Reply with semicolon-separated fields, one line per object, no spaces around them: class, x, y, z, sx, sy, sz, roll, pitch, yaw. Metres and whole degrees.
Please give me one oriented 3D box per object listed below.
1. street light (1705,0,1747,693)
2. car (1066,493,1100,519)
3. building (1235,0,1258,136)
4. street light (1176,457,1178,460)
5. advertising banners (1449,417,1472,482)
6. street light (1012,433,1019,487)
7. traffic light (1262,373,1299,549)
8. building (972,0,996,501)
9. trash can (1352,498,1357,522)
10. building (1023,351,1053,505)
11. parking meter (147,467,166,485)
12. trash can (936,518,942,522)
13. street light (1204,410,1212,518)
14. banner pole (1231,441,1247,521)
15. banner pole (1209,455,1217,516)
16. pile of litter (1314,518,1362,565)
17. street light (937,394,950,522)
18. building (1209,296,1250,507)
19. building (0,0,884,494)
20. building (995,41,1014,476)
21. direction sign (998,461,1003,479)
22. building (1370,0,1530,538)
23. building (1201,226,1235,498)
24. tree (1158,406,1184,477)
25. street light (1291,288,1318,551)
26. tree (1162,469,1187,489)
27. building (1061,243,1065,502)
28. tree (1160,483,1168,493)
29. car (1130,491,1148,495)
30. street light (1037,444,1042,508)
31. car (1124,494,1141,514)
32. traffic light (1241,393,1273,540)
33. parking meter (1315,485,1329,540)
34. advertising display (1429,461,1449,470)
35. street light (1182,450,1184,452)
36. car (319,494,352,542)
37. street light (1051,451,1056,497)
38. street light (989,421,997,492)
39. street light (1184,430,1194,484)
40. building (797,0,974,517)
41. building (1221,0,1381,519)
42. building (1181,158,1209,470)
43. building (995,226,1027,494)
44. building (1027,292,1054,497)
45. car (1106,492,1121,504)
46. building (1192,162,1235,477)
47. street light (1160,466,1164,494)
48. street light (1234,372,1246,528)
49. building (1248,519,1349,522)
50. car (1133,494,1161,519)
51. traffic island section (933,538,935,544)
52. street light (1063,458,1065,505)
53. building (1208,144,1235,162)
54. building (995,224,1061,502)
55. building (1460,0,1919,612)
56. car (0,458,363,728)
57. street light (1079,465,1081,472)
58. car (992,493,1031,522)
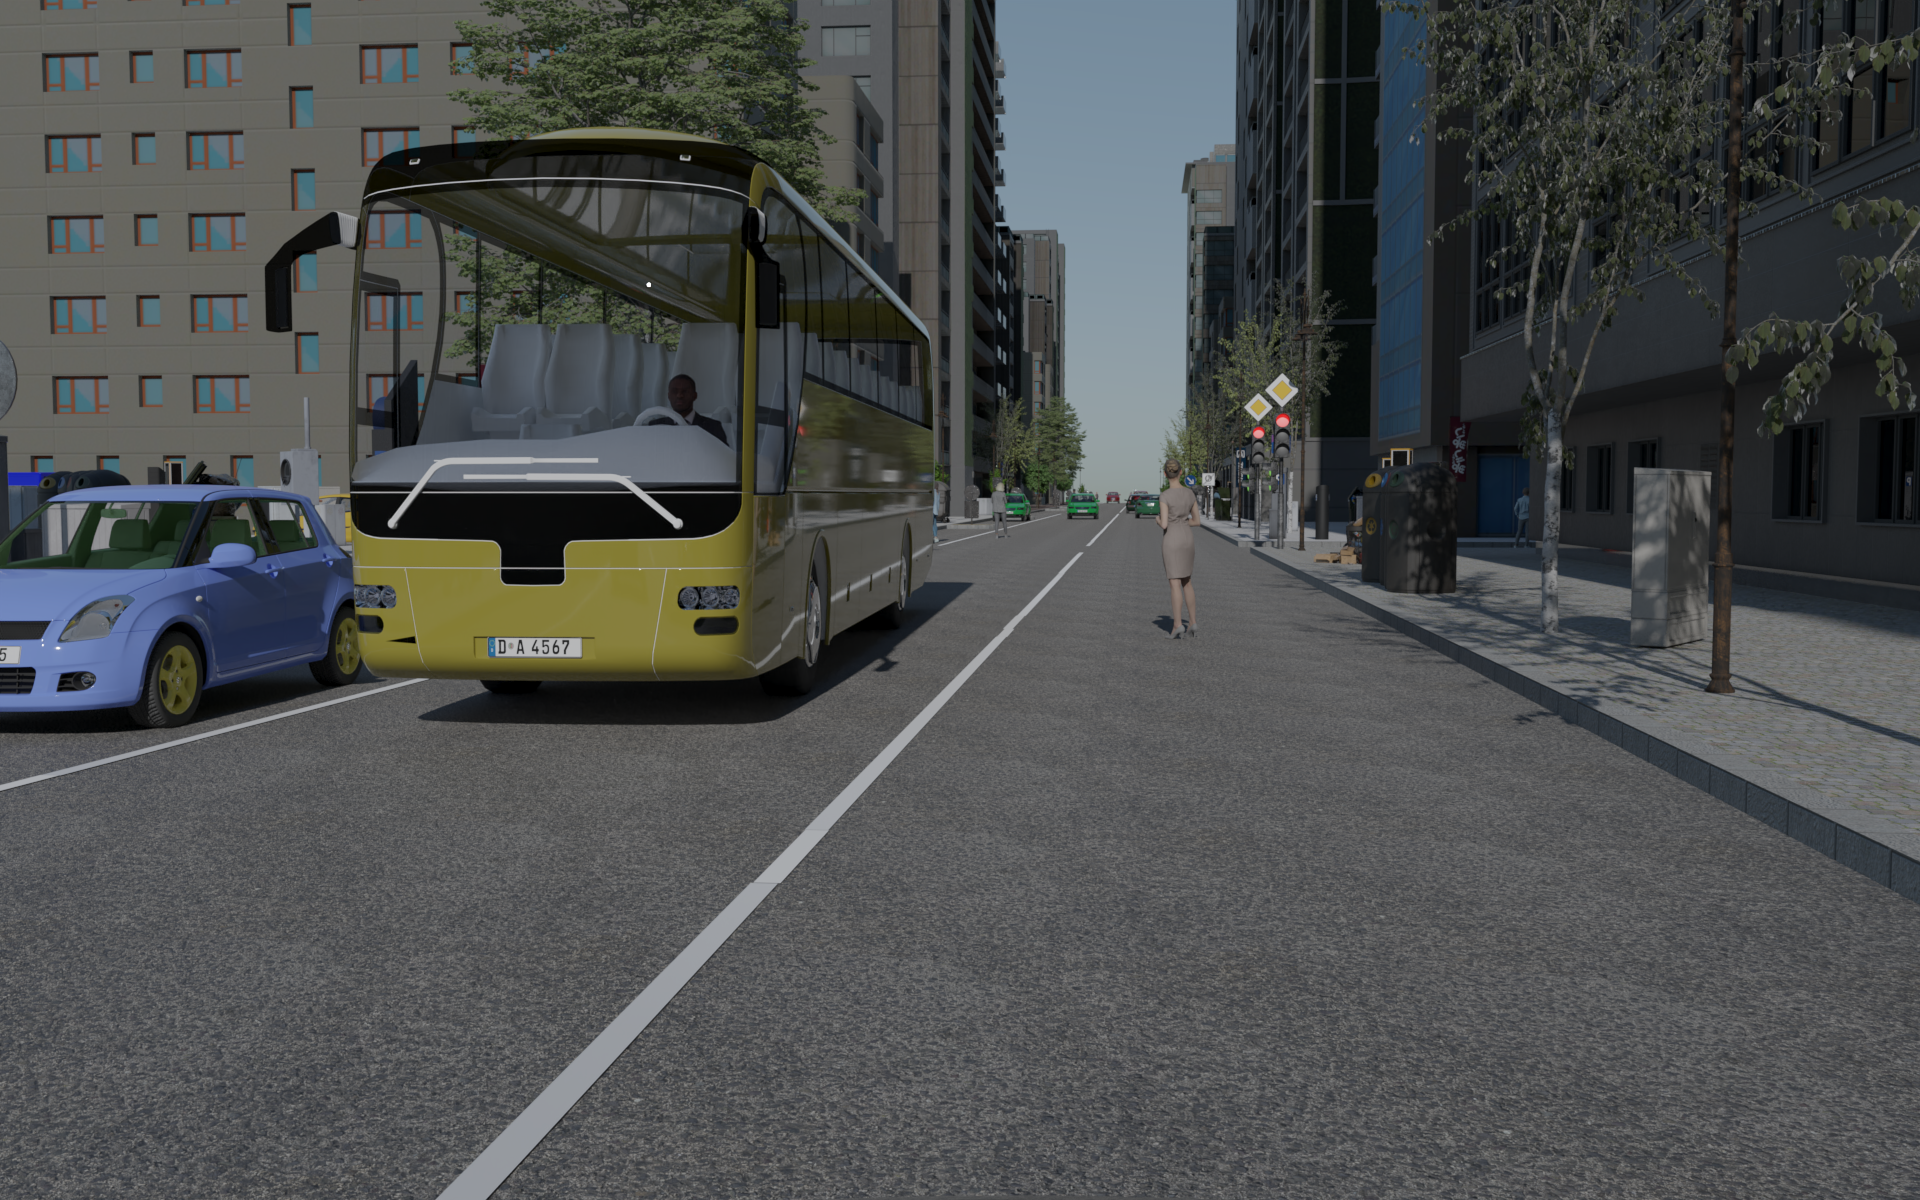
street light;4.928;-2.340;11.050;0.468;5.910;1.993;0;4;6
car;7.052;-5.534;99.275;1.959;1.807;4.718;0;4;5
building;35.784;-33.421;135.677;28.713;52.752;27.495;0;4;6
street light;21.155;-12.058;169.931;0.468;5.910;1.993;0;4;6
advertising banners;10.448;-2.610;38.861;2.074;3.025;0.090;0;4;0
street light;3.990;-9.366;125.916;0.468;5.910;1.993;0;4;6
traffic light;7.465;-3.145;40.347;0.839;4.253;0.868;0;4;6
building;-8.679;-31.368;136.566;21.300;48.544;21.600;0;4;6
trash can;13.147;-2.737;56.406;0.748;1.137;0.748;0;3;0
building;-2.339;-23.336;226.575;27.650;21.520;28.899;0;4;6
parking meter;-17.322;-1.937;37.385;0.255;1.863;0.399;0;4;-5
trash can;-0.986;-4.241;80.999;0.748;1.137;0.748;0;3;0
street light;13.408;-7.398;93.742;0.468;5.910;1.993;0;4;6
banner pole;13.082;-5.610;81.735;0.863;3.779;0.401;0;4;2
banner pole;14.866;-6.824;101.590;0.401;3.779;0.863;2;4;34
pile of litter;7.182;-1.117;32.233;1.176;0.858;1.719;0;4;4
street light;-0.774;-6.511;79.238;0.468;5.910;1.993;0;4;6
building;38.222;-19.549;164.672;27.650;21.520;28.899;0;4;6
building;-18.770;-13.619;67.717;27.650;21.520;28.899;0;4;6
building;-7.345;-33.256;163.338;23.786;49.044;30.456;0;4;6
direction sign;2.749;-7.728;118.343;0.379;3.537;0.876;1;4;22
building;21.469;-24.786;55.355;14.200;45.320;14.600;0;4;6
building;33.183;-25.440;187.652;14.160;30.474;14.107;0;4;6
tree;17.783;-10.976;129.828;4.737;8.622;4.395;0;3;0
street light;7.749;-4.055;39.095;0.468;5.910;1.993;0;4;6
tree;23.679;-12.591;189.581;4.285;4.588;4.351;0;3;0
building;9.392;-36.201;275.472;14.154;41.232;14.086;0;4;6
tree;25.519;-13.145;209.516;1.663;3.219;1.824;0;3;0
car;19.996;-11.198;191.752;2.281;1.827;5.304;0;4;5
street light;7.048;-11.140;154.931;0.468;5.910;1.993;0;4;6
car;13.137;-7.228;127.963;2.009;1.686;4.222;0;4;6
traffic light;8.279;-3.631;48.291;0.839;4.253;0.868;0;4;6
parking meter;10.202;-2.469;48.772;0.372;1.533;0.369;0;3;0
advertising display;9.547;-1.804;34.710;0.123;1.923;0.974;0;4;-4
street light;18.343;-10.312;141.386;0.468;5.910;1.993;0;4;6
car;-16.782;-2.199;46.184;3.980;1.641;2.015;0;4;4
street light;9.925;-12.855;182.970;0.468;5.910;1.993;0;4;6
street light;2.099;-8.226;107.277;0.468;5.910;1.993;0;4;6
street light;16.263;-9.141;122.246;0.468;5.910;1.993;0;4;6
building;-6.883;-25.192;95.492;14.154;41.232;14.086;0;4;6
building;27.785;-41.095;110.152;20.563;71.187;20.611;0;4;6
building;48.557;-41.367;265.595;28.713;52.752;27.495;0;4;6
building;-0.618;-25.313;185.574;14.160;30.474;14.107;0;4;6
building;6.025;-29.085;247.243;14.160;30.474;14.107;0;4;6
car;23.385;-15.649;264.528;2.281;1.827;5.304;0;4;5
building;36.041;-32.522;215.323;14.154;41.232;14.086;0;4;6
street light;32.508;-18.848;280.955;0.468;5.910;1.993;0;4;6
street light;10.572;-5.661;65.348;0.468;5.910;1.993;0;4;6
building;24.300;-39.339;81.442;20.563;71.187;20.611;0;4;6
car;11.323;-5.567;102.810;2.131;1.459;4.920;0;4;7
traffic island section;-1.820;-1.661;49.442;2.009;0.180;2.903;0;4;6
street light;12.527;-14.448;209.006;0.468;5.910;1.993;0;4;6
building;43.700;-37.768;237.110;23.786;49.044;30.456;0;4;6
building;7.399;-35.320;261.072;14.154;41.232;14.086;0;4;6
building;16.424;-14.094;23.939;14.314;27.812;24.014;0;4;6
car;-5.518;-0.134;11.775;1.945;1.707;3.694;0;4;5
street light;18.426;-17.900;265.449;0.468;5.910;1.993;0;4;6
car;2.734;-5.054;91.430;1.959;1.807;4.718;0;4;7
